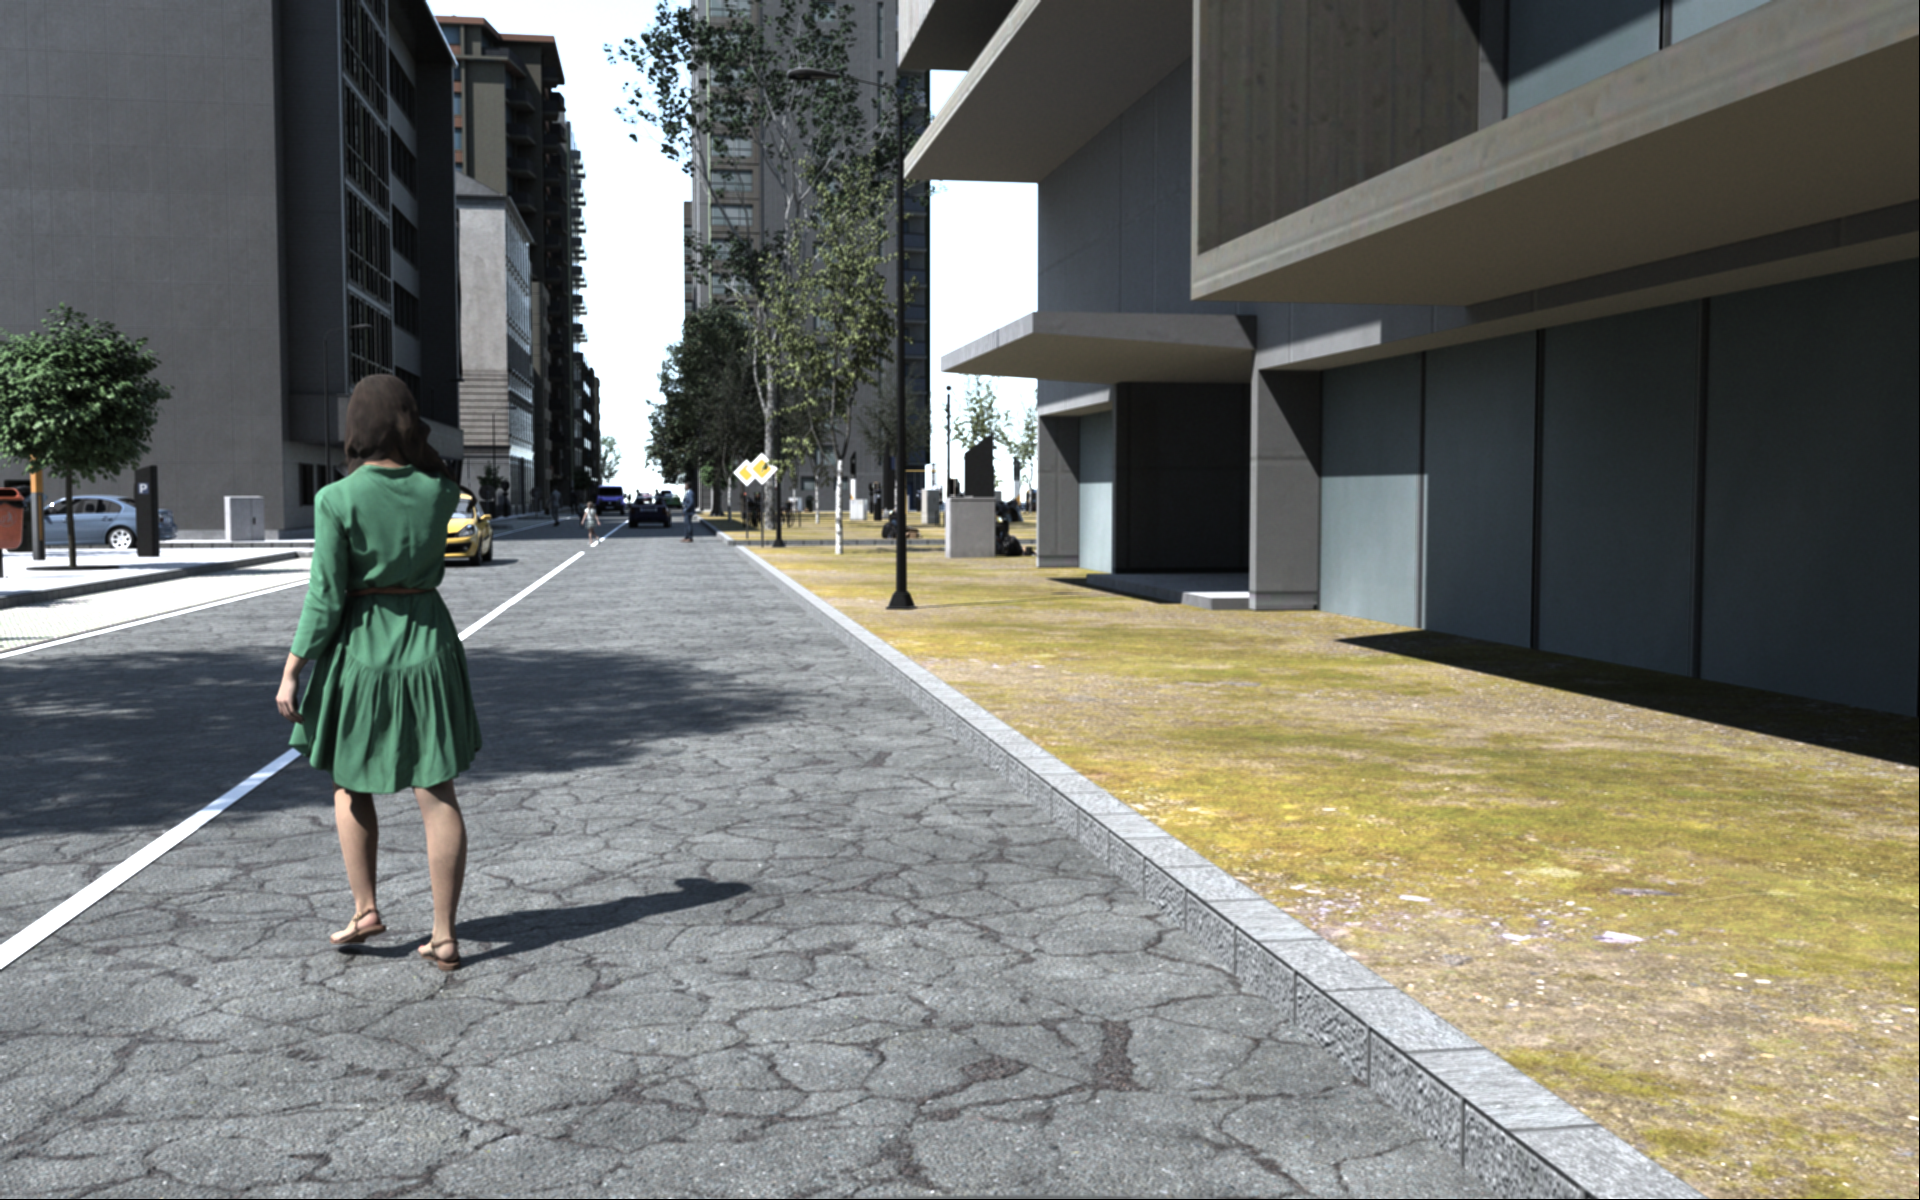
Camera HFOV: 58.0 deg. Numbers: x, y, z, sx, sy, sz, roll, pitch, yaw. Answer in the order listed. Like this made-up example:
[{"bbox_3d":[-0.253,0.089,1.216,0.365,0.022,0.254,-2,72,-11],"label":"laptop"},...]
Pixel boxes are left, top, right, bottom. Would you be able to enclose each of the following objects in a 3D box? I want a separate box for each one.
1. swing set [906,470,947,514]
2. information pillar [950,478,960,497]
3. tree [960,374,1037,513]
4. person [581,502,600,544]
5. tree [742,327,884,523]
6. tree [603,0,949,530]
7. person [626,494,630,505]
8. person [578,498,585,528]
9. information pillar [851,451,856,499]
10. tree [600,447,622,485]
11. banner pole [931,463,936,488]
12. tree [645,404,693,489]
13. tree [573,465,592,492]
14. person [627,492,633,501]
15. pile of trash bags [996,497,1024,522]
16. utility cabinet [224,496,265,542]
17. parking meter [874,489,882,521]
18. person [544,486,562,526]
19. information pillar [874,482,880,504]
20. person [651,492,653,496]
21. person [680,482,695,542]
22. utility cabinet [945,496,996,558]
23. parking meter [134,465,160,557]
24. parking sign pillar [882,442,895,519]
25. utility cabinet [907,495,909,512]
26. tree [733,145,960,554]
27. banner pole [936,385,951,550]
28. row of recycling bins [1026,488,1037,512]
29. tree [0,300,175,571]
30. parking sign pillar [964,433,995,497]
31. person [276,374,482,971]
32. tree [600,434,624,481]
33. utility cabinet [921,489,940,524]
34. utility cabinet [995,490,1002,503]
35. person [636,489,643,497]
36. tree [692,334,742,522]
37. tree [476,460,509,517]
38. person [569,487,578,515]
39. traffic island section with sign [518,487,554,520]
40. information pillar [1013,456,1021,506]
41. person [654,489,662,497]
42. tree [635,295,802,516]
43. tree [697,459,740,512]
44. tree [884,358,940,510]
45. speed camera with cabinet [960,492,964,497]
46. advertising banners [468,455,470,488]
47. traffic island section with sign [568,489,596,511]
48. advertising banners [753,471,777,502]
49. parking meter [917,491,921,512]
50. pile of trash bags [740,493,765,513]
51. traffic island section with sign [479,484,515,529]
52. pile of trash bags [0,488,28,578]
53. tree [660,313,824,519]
[{"bbox_3d":[-2.344,-7.162,114.714,3.119,2.851,2.862,0,4,-5],"label":"swing set"},{"bbox_3d":[-0.280,-4.625,80.110,0.304,2.012,0.304,2,4,35],"label":"information pillar"},{"bbox_3d":[0.971,-8.441,88.374,4.737,8.622,4.395,0,3,0],"label":"tree"},{"bbox_3d":[-10.512,-2.188,49.293,0.505,1.210,0.382,-3,5,-43],"label":"person"},{"bbox_3d":[-6.397,-7.644,75.348,4.360,8.622,3.978,0,3,0],"label":"tree"},{"bbox_3d":[-5.560,-12.644,62.624,12.611,20.169,13.585,0,3,0],"label":"tree"},{"bbox_3d":[-44.376,-13.448,231.636,0.557,1.426,1.065,1,4,14],"label":"person"},{"bbox_3d":[-16.007,-3.679,73.342,0.352,1.250,0.332,0,4,8],"label":"person"},{"bbox_3d":[-5.794,-6.293,94.252,0.183,3.616,0.504,-2,4,-32],"label":"information pillar"},{"bbox_3d":[-54.542,-19.377,267.171,4.737,8.622,4.395,0,3,0],"label":"tree"},{"bbox_3d":[-1.760,-8.065,121.882,0.401,3.779,0.863,-3,5,-40],"label":"banner pole"},{"bbox_3d":[-32.446,-18.382,207.195,9.857,13.997,8.962,0,3,0],"label":"tree"},{"bbox_3d":[-43.349,-13.045,196.991,4.285,4.588,4.351,0,3,0],"label":"tree"},{"bbox_3d":[-50.290,-15.577,263.898,0.721,1.735,1.217,2,4,32],"label":"person"},{"bbox_3d":[1.379,-4.332,80.572,1.912,1.369,3.447,-3,5,-40],"label":"pile of trash bags"},{"bbox_3d":[-19.437,-2.197,47.078,0.306,1.237,1.020,2,4,34],"label":"utility cabinet"},{"bbox_3d":[-3.952,-4.578,83.261,0.372,1.533,0.369,0,3,0],"label":"parking meter"},{"bbox_3d":[-18.251,-4.241,77.955,0.853,1.813,0.709,2,4,32],"label":"person"},{"bbox_3d":[-5.242,-6.437,109.733,0.304,2.012,0.304,3,4,38],"label":"information pillar"},{"bbox_3d":[-45.797,-15.150,256.925,0.721,1.743,1.217,0,4,-1],"label":"person"},{"bbox_3d":[-8.126,-2.639,51.833,0.419,1.800,0.721,-1,4,-21],"label":"person"},{"bbox_3d":[0.209,-1.457,34.976,1.020,1.237,0.306,-2,4,-25],"label":"utility cabinet"},{"bbox_3d":[-16.655,-1.820,35.461,0.399,1.863,0.255,0,4,4],"label":"parking meter"},{"bbox_3d":[-3.678,-6.191,89.695,1.447,3.967,1.447,-1,4,-11],"label":"parking sign pillar"},{"bbox_3d":[-3.776,-6.849,123.149,0.306,1.237,1.020,0,4,-6],"label":"utility cabinet"},{"bbox_3d":[-2.669,-5.301,37.027,4.737,8.622,4.395,0,3,0],"label":"tree"},{"bbox_3d":[-0.272,-3.065,40.135,0.401,3.779,0.863,0,4,-3],"label":"banner pole"},{"bbox_3d":[5.864,-7.234,125.389,1.069,1.692,3.534,-2,4,-26],"label":"row of recycling bins"},{"bbox_3d":[-15.175,-2.809,29.642,4.285,4.588,4.351,0,3,0],"label":"tree"},{"bbox_3d":[0.861,-5.409,76.902,1.447,3.967,1.447,1,4,14],"label":"parking sign pillar"},{"bbox_3d":[-1.742,0.211,5.297,0.529,1.795,0.600,3,5,40],"label":"person"},{"bbox_3d":[-57.687,-21.573,278.467,9.928,11.665,9.643,0,3,0],"label":"tree"},{"bbox_3d":[-1.241,-3.973,73.644,0.318,1.500,1.173,2,4,26],"label":"utility cabinet"},{"bbox_3d":[1.816,-5.365,96.403,1.173,1.500,0.318,-3,5,-41],"label":"utility cabinet"},{"bbox_3d":[-21.831,-6.661,117.762,0.721,1.781,0.623,-2,4,-32],"label":"person"},{"bbox_3d":[-10.614,-7.964,80.578,4.360,8.622,3.978,0,3,0],"label":"tree"},{"bbox_3d":[-26.889,-6.377,98.872,1.663,3.219,1.824,0,3,0],"label":"tree"},{"bbox_3d":[-26.838,-6.878,120.312,0.648,1.900,0.474,0,4,1],"label":"person"},{"bbox_3d":[-23.708,-5.414,97.141,1.989,1.847,2.006,-1,4,-10],"label":"traffic island section with sign"},{"bbox_3d":[3.482,-7.032,106.320,0.504,3.616,0.183,-2,4,-32],"label":"information pillar"},{"bbox_3d":[-20.015,-6.481,114.816,0.623,1.781,0.721,0,4,5],"label":"person"},{"bbox_3d":[-13.999,-11.205,100.202,9.611,12.733,9.660,0,3,0],"label":"tree"},{"bbox_3d":[-17.436,-8.699,125.934,4.285,4.588,4.351,0,3,0],"label":"tree"},{"bbox_3d":[-3.250,-8.823,94.618,4.360,8.622,3.978,0,3,0],"label":"tree"},{"bbox_3d":[0.360,-7.209,112.197,2.038,3.252,0.660,-1,4,-22],"label":"speed camera with cabinet"},{"bbox_3d":[-21.739,-4.926,76.725,0.090,3.025,2.074,-1,4,-16],"label":"advertising banners"},{"bbox_3d":[-32.054,-8.422,146.331,1.989,1.847,2.006,-1,4,-10],"label":"traffic island section with sign"},{"bbox_3d":[-13.667,-7.733,122.620,2.074,3.025,0.090,1,4,18],"label":"advertising banners"},{"bbox_3d":[-2.962,-7.184,125.861,0.372,1.533,0.369,0,3,0],"label":"parking meter"},{"bbox_3d":[-14.205,-6.715,119.543,1.912,1.369,3.447,-3,4,-37],"label":"pile of trash bags"},{"bbox_3d":[-19.222,-3.788,70.561,1.989,1.847,2.006,-1,4,-10],"label":"traffic island section with sign"},{"bbox_3d":[-15.571,-0.956,25.378,3.447,1.369,1.912,-3,5,-41],"label":"pile of trash bags"},{"bbox_3d":[-11.116,-9.444,88.818,8.767,10.594,7.601,-1,4,-9],"label":"tree"}]
